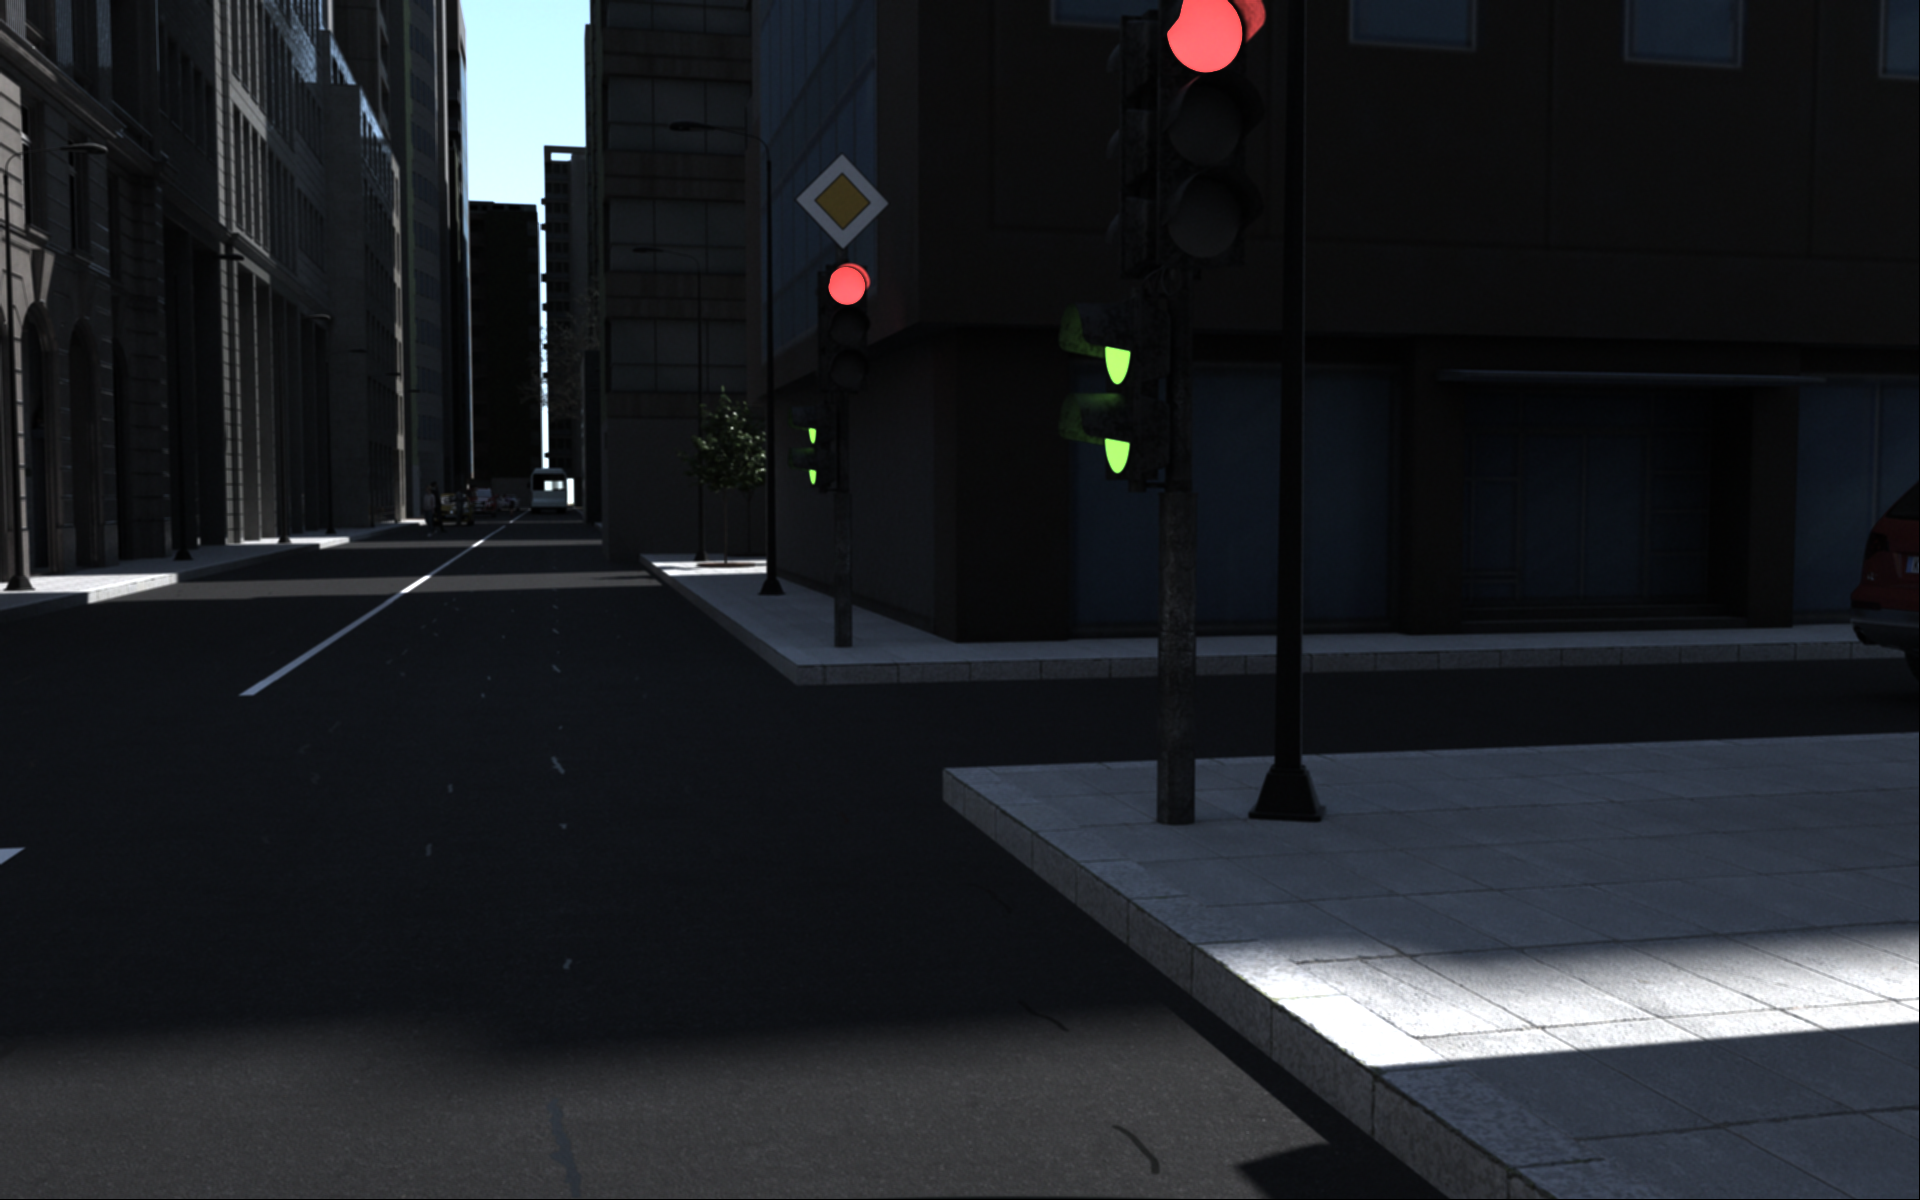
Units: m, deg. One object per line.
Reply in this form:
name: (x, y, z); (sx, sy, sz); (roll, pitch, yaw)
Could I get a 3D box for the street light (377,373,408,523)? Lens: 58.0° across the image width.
street light: (-22.033, -5.727, 66.185); (1.470, 5.913, 1.316); (-1, 4, -13)

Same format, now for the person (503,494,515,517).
person: (-27.696, -5.788, 106.371); (0.697, 1.427, 0.421); (-1, 4, -12)

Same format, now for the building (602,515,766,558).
building: (-2.176, -22.026, 43.724); (14.154, 41.232, 14.086); (-1, 4, -13)

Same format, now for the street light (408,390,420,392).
street light: (-24.669, -6.389, 76.996); (1.470, 5.913, 1.316); (-1, 4, -13)

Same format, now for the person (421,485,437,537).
person: (-17.892, -3.014, 58.452); (0.731, 1.740, 0.598); (2, 4, 24)

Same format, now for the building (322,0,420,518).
building: (-36.333, -24.866, 90.160); (14.154, 41.232, 14.086); (-1, 4, -13)

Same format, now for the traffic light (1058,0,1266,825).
traffic light: (0.825, -1.085, 6.660); (0.839, 4.253, 0.868); (-1, 4, -13)

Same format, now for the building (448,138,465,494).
building: (-46.000, -22.109, 133.183); (14.160, 30.474, 14.107); (-1, 4, -13)

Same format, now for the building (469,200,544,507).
building: (-49.002, -24.548, 173.064); (14.107, 30.474, 14.160); (-1, 4, -13)

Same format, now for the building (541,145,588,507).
building: (-32.600, -30.237, 186.249); (23.993, 40.220, 32.217); (-1, 4, -13)

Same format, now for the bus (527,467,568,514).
bus: (-31.086, -8.299, 130.545); (2.948, 3.499, 13.247); (-1, 4, -14)

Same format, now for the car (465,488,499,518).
car: (-29.388, -5.948, 105.929); (2.281, 1.827, 5.304); (-1, 4, -14)

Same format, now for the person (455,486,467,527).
person: (-22.066, -4.155, 76.621); (0.466, 1.800, 0.511); (0, 4, -1)

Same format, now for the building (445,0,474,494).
building: (-50.091, -30.563, 149.819); (14.200, 45.320, 14.600); (-1, 4, -13)

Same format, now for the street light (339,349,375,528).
street light: (-19.633, -5.071, 55.446); (1.470, 5.913, 1.316); (-1, 4, -13)

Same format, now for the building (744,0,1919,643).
building: (4.998, -22.709, 21.405); (14.200, 45.320, 14.600); (-1, 4, -13)

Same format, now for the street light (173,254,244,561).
street light: (-14.531, -3.729, 33.518); (1.470, 5.913, 1.316); (-1, 4, -13)

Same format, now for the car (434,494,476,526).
car: (-23.057, -4.199, 78.870); (2.015, 1.641, 3.980); (-1, 4, -13)

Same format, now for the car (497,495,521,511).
car: (-38.715, -8.326, 148.486); (2.083, 1.381, 4.827); (-1, 4, -13)

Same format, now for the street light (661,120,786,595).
street light: (-2.931, -3.013, 21.808); (1.470, 5.913, 1.316); (-1, 4, -13)

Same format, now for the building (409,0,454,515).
building: (-44.444, -34.768, 110.449); (21.231, 58.520, 28.212); (-1, 4, -13)

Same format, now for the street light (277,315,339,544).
street light: (-17.033, -4.429, 44.961); (1.470, 5.913, 1.316); (-1, 4, -13)

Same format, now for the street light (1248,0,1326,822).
street light: (0.783, -2.085, 6.639); (1.470, 5.913, 1.316); (-1, 4, -13)

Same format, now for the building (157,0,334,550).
building: (-25.346, -16.569, 48.401); (11.434, 29.767, 29.804); (-1, 4, -13)

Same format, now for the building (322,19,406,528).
building: (-29.259, -13.269, 71.693); (10.420, 20.320, 16.860); (-1, 4, -13)

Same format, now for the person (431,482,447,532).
person: (-19.655, -3.498, 65.058); (0.648, 1.900, 0.474); (2, 4, 25)

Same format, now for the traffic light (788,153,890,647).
traffic light: (-0.999, -1.560, 14.435); (0.839, 4.253, 0.868); (-1, 4, -13)

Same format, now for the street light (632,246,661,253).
street light: (-5.446, -3.680, 32.712); (1.470, 5.913, 1.316); (-1, 4, -13)

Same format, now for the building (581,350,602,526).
building: (-4.809, -46.506, 73.037); (22.319, 86.520, 31.000); (-1, 4, -13)

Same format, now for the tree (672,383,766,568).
tree: (-4.263, -2.196, 30.501); (1.663, 3.219, 1.824); (0, 3, 0)

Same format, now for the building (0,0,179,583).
building: (-19.192, -11.034, 22.202); (13.314, 21.916, 24.055); (-1, 4, -13)

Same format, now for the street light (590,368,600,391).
street light: (-12.820, -5.610, 64.269); (1.470, 5.913, 1.316); (-1, 4, -13)

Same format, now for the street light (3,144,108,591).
street light: (-12.004, -3.087, 23.015); (1.470, 5.913, 1.316); (-1, 4, -13)

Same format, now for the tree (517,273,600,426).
tree: (-18.740, -11.210, 93.652); (12.009, 13.543, 11.850); (0, 3, 0)

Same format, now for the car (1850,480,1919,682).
car: (8.817, -0.196, 11.871); (5.304, 1.827, 2.281); (-1, 4, -14)
